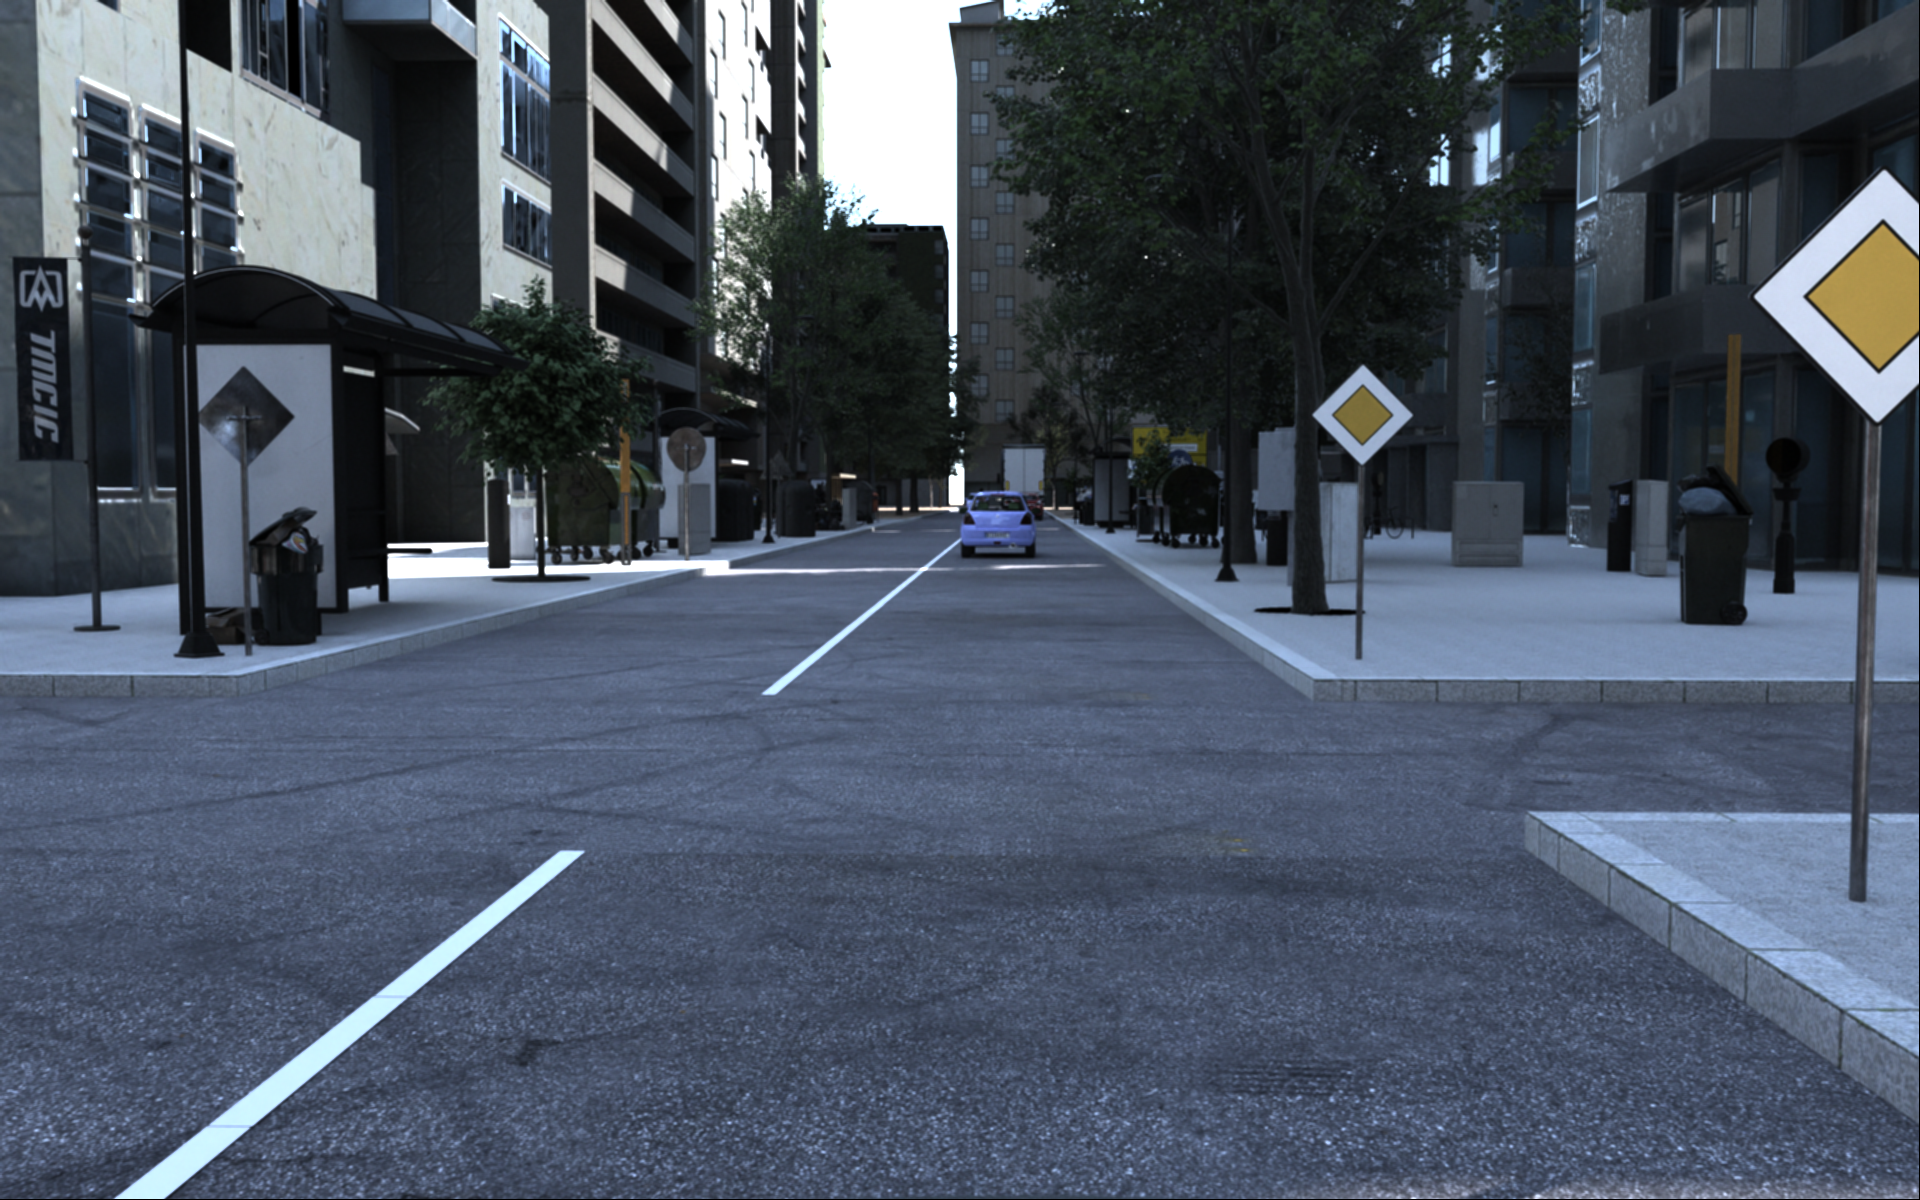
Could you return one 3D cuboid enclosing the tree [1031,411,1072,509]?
[{"bbox_3d":[7.903,-12.197,149.780,4.737,8.622,4.395,0,3,0],"label":"tree"}]

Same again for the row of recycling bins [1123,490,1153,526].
[{"bbox_3d":[7.775,-3.947,71.642,1.069,1.692,3.534,3,4,38],"label":"row of recycling bins"}]

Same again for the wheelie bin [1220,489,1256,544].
[{"bbox_3d":[6.960,-2.171,43.409,0.693,1.594,0.980,-2,4,-35],"label":"wheelie bin"}]

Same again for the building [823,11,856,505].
[{"bbox_3d":[-24.272,-30.095,146.677,28.867,44.769,22.147,0,4,2],"label":"building"}]

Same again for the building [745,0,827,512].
[{"bbox_3d":[-17.327,-26.919,123.723,14.154,41.232,14.086,0,4,2],"label":"building"}]

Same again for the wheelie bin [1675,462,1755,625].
[{"bbox_3d":[7.453,-0.566,17.166,0.693,1.594,0.980,1,4,16],"label":"wheelie bin"}]

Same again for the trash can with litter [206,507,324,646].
[{"bbox_3d":[-5.989,-0.206,14.757,1.055,1.170,0.624,0,4,1],"label":"trash can with litter"}]

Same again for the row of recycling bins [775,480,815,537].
[{"bbox_3d":[-5.085,-2.800,52.893,1.069,1.692,3.534,-1,4,-12],"label":"row of recycling bins"}]

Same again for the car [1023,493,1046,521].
[{"bbox_3d":[3.620,-5.237,94.667,2.155,1.783,4.494,0,4,2],"label":"car"}]

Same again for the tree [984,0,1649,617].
[{"bbox_3d":[3.670,-5.667,18.412,9.928,11.665,9.643,0,3,0],"label":"tree"}]

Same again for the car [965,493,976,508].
[{"bbox_3d":[1.356,-7.883,138.481,1.945,1.707,3.694,0,4,0],"label":"car"}]

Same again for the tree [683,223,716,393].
[{"bbox_3d":[-5.356,-7.955,55.816,9.928,11.665,9.643,0,3,0],"label":"tree"}]

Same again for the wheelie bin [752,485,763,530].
[{"bbox_3d":[-7.390,-3.260,61.209,0.693,1.594,0.980,-3,5,-44],"label":"wheelie bin"}]

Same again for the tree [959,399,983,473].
[{"bbox_3d":[-1.700,-13.685,158.155,8.767,10.594,7.601,-2,4,-30],"label":"tree"}]

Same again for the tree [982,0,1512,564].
[{"bbox_3d":[5.261,-7.652,31.759,9.857,13.997,8.962,0,3,0],"label":"tree"}]

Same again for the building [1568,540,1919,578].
[{"bbox_3d":[27.578,-25.187,31.410,30.456,49.044,23.786,0,4,2],"label":"building"}]

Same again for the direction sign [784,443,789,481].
[{"bbox_3d":[-7.661,-5.215,77.269,0.379,3.537,0.876,1,4,15],"label":"direction sign"}]

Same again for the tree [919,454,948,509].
[{"bbox_3d":[-2.540,-12.233,150.371,4.360,8.622,3.978,0,3,0],"label":"tree"}]

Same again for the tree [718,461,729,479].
[{"bbox_3d":[-12.451,-5.667,87.257,1.663,3.219,1.824,0,3,0],"label":"tree"}]

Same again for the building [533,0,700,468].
[{"bbox_3d":[-23.222,-27.313,70.266,21.300,48.544,21.600,0,4,2],"label":"building"}]

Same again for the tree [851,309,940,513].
[{"bbox_3d":[-3.043,-12.960,118.558,9.857,13.997,8.962,0,3,0],"label":"tree"}]

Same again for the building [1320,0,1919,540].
[{"bbox_3d":[26.706,-27.261,65.330,23.786,49.044,30.456,0,4,2],"label":"building"}]

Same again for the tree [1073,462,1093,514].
[{"bbox_3d":[7.341,-5.908,91.201,1.663,3.219,1.824,0,3,0],"label":"tree"}]

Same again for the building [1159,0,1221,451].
[{"bbox_3d":[25.761,-30.517,122.656,21.300,48.544,21.600,0,4,2],"label":"building"}]

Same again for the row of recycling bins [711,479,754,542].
[{"bbox_3d":[-6.298,-2.501,48.004,1.069,1.692,3.534,0,4,1],"label":"row of recycling bins"}]

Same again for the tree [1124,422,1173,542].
[{"bbox_3d":[5.368,-3.184,46.656,1.663,3.219,1.824,0,3,0],"label":"tree"}]

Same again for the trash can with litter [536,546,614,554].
[{"bbox_3d":[-8.745,-1.637,37.819,2.233,1.210,1.678,3,5,42],"label":"trash can with litter"}]

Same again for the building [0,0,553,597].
[{"bbox_3d":[-21.942,-44.167,34.810,22.319,86.520,31.000,0,4,2],"label":"building"}]

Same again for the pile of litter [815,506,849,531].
[{"bbox_3d":[-4.792,-2.872,60.929,1.719,0.858,1.176,1,4,19],"label":"pile of litter"}]

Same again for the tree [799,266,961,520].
[{"bbox_3d":[-4.753,-10.215,85.149,7.486,12.596,7.792,0,3,0],"label":"tree"}]

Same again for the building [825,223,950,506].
[{"bbox_3d":[-8.240,-25.439,187.625,14.107,30.474,14.160,0,4,2],"label":"building"}]

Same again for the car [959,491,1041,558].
[{"bbox_3d":[0.921,-1.878,40.298,1.945,1.707,3.694,0,4,3],"label":"car"}]

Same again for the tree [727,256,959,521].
[{"bbox_3d":[-5.195,-8.055,66.113,8.767,10.594,7.601,1,4,11],"label":"tree"}]

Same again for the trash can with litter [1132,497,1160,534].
[{"bbox_3d":[6.219,-2.747,56.309,0.624,1.170,1.055,-3,5,-42],"label":"trash can with litter"}]

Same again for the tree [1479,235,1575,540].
[{"bbox_3d":[16.904,-5.996,48.398,4.360,8.622,3.978,0,3,0],"label":"tree"}]

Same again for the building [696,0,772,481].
[{"bbox_3d":[-26.067,-31.388,102.435,28.713,52.752,27.495,0,4,2],"label":"building"}]

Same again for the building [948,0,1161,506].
[{"bbox_3d":[12.966,-36.973,193.749,27.495,52.752,28.713,0,4,2],"label":"building"}]

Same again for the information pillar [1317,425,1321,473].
[{"bbox_3d":[8.438,-3.076,41.641,0.504,3.616,0.183,-1,4,-17],"label":"information pillar"}]

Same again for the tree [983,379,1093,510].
[{"bbox_3d":[7.541,-12.563,139.822,7.601,10.594,8.767,2,4,32],"label":"tree"}]

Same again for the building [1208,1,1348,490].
[{"bbox_3d":[26.518,-43.105,143.024,20.563,71.187,20.611,0,4,2],"label":"building"}]

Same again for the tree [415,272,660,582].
[{"bbox_3d":[-6.335,-2.573,25.784,4.285,4.588,4.351,0,3,0],"label":"tree"}]

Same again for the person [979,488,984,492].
[{"bbox_3d":[1.249,-5.133,93.133,0.721,1.736,1.217,-1,4,-17],"label":"person"}]

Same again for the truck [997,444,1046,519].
[{"bbox_3d":[3.672,-6.985,103.110,2.839,4.237,11.283,0,4,1],"label":"truck"}]

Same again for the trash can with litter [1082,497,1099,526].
[{"bbox_3d":[5.496,-3.618,70.535,1.055,1.170,0.624,2,4,25],"label":"trash can with litter"}]

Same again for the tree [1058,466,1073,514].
[{"bbox_3d":[7.178,-7.014,109.284,1.663,3.219,1.824,0,3,0],"label":"tree"}]

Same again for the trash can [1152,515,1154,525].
[{"bbox_3d":[6.646,-2.943,59.771,0.748,1.137,0.748,0,3,0],"label":"trash can"}]

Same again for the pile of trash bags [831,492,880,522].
[{"bbox_3d":[-4.814,-4.355,80.963,1.912,1.369,3.447,-3,4,-36],"label":"pile of trash bags"}]
